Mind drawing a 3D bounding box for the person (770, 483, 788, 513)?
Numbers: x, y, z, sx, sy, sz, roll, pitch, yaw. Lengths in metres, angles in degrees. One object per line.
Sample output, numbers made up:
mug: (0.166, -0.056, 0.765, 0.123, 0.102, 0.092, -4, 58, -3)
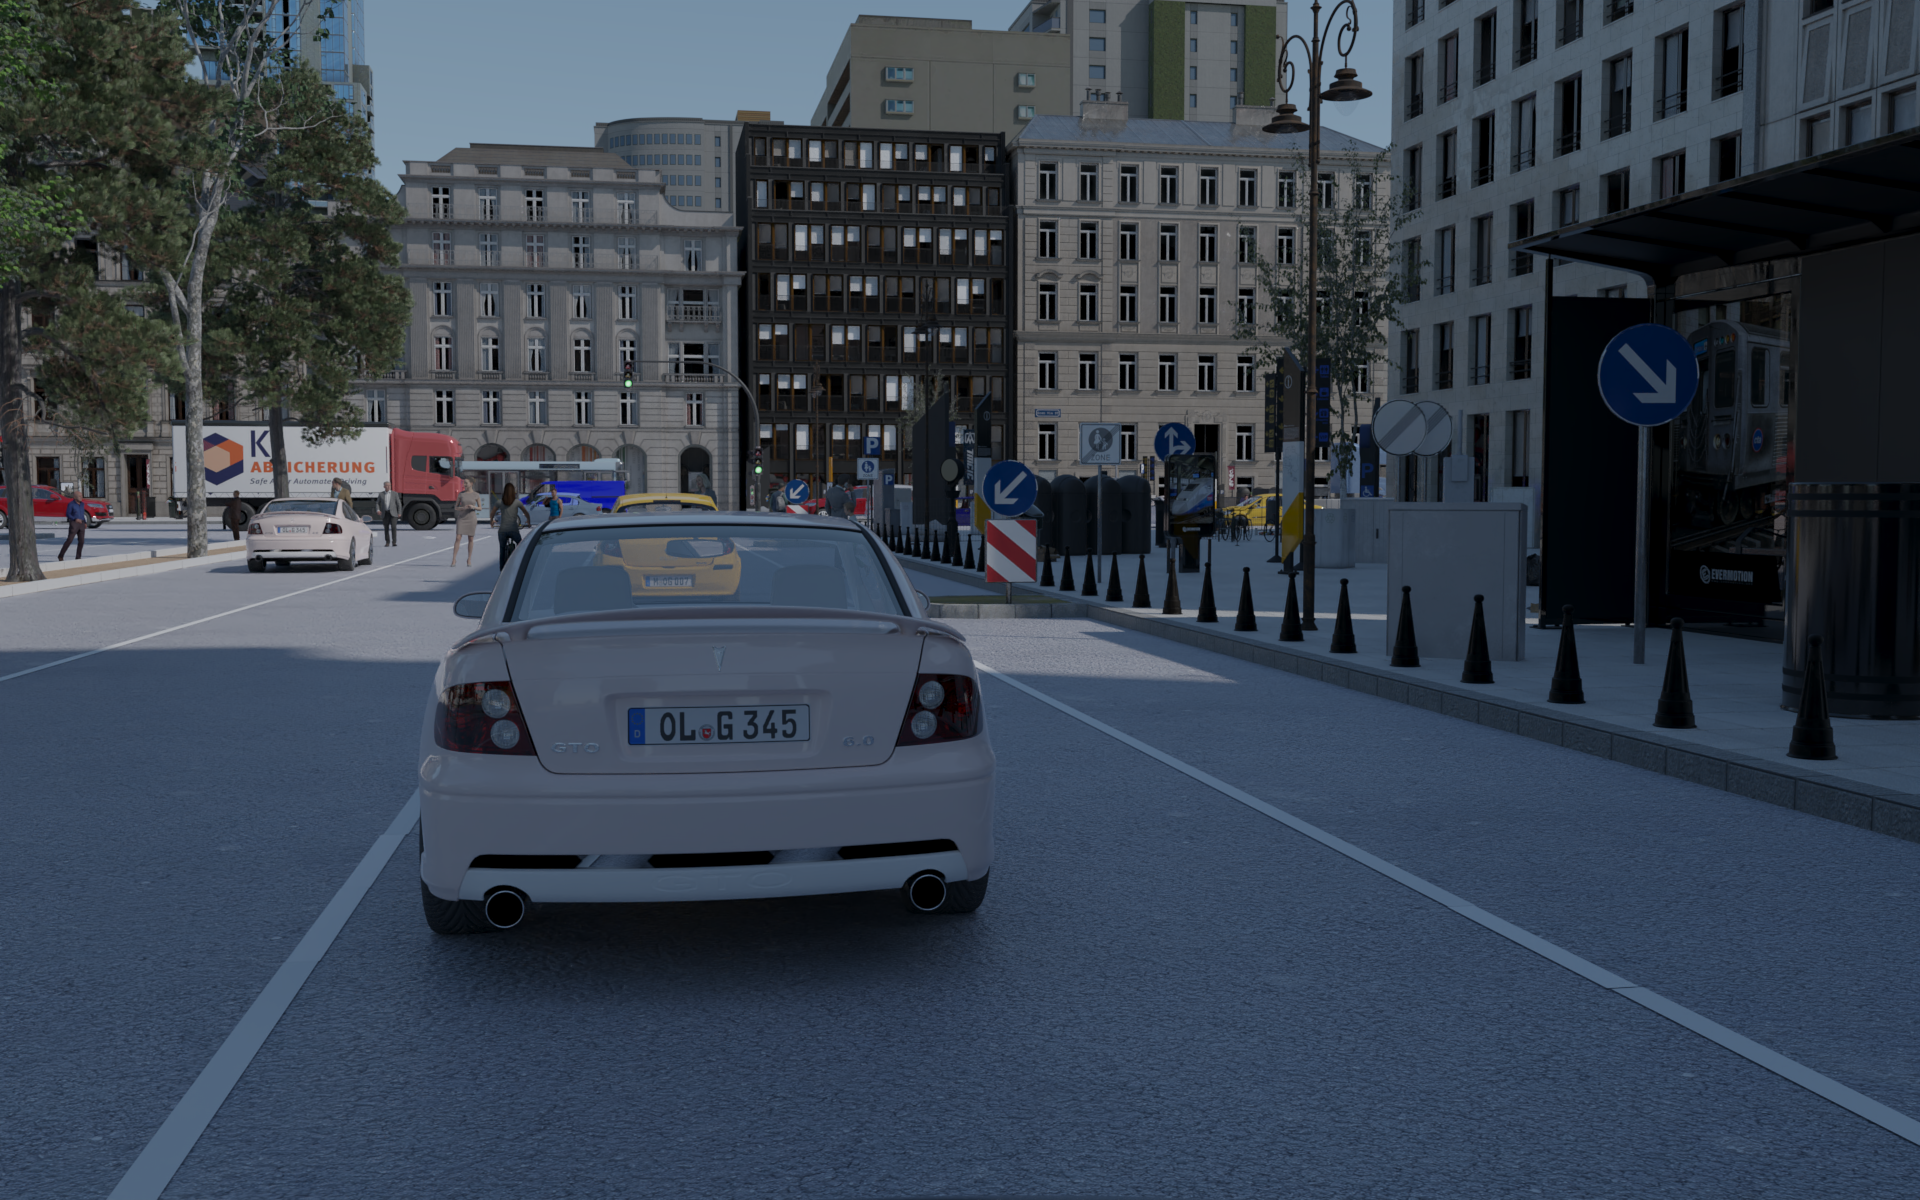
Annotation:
person: (-5.745, -2.820, 54.957, 0.623, 1.781, 0.721, 0, 4, 5)

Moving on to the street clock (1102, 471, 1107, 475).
street clock: (4.461, -3.009, 53.774, 0.358, 2.002, 0.471, 0, 4, 5)

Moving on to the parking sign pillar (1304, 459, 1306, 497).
parking sign pillar: (18.713, -6.516, 95.016, 1.447, 3.967, 1.447, 0, 4, 4)

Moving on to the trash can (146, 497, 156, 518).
trash can: (-43.521, -4.975, 92.994, 0.748, 1.137, 0.748, 0, 3, 0)

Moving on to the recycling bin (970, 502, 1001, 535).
recycling bin: (0.807, -2.545, 54.168, 0.722, 1.027, 0.722, 3, 5, 39)

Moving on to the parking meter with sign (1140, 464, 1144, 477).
parking meter with sign: (9.743, -6.372, 100.446, 1.738, 3.016, 0.543, 1, 4, 23)

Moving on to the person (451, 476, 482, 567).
person: (-9.782, -1.556, 34.281, 0.599, 1.781, 0.374, -1, 4, -13)

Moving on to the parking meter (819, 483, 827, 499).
parking meter: (-7.264, -5.263, 91.753, 0.255, 1.863, 0.399, 2, 4, 31)

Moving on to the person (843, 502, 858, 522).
person: (-1.807, -1.028, 29.550, 0.590, 1.304, 0.306, -1, 4, -15)

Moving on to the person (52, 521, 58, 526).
person: (-40.996, -4.017, 78.419, 0.306, 1.304, 0.590, -3, 4, -39)

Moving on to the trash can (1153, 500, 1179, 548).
trash can: (4.981, -1.822, 41.442, 0.748, 1.137, 0.748, 0, 3, 0)

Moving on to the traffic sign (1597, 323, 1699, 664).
traffic sign: (5.135, -0.790, 13.021, 0.768, 2.556, 0.104, 0, 4, -2)

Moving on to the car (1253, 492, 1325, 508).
car: (14.934, -4.206, 78.994, 3.980, 1.641, 2.015, -1, 4, -11)

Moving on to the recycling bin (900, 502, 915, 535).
recycling bin: (-1.491, -2.547, 54.194, 0.722, 1.027, 0.722, 0, 4, 0)

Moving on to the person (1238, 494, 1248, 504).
person: (14.204, -4.587, 86.738, 0.421, 1.427, 0.697, -1, 4, -20)

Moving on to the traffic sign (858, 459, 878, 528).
traffic sign: (-2.623, -2.892, 49.406, 0.606, 2.300, 0.079, 0, 4, -3)

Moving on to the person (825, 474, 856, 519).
person: (-2.186, -1.414, 31.798, 0.473, 1.802, 0.592, -2, 4, -26)

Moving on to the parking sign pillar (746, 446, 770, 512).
parking sign pillar: (-11.307, -6.635, 96.947, 1.447, 3.967, 1.447, -1, 4, -11)

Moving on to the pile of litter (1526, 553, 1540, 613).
pile of litter: (6.844, -0.272, 18.419, 1.176, 0.858, 1.719, -1, 4, -22)

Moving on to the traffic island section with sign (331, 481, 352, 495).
traffic island section with sign: (-20.630, -3.018, 57.482, 2.006, 1.907, 1.989, -1, 4, -11)

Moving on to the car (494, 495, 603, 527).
car: (-17.207, -3.704, 72.564, 4.499, 1.417, 2.014, -1, 4, -11)

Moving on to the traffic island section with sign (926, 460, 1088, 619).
traffic island section with sign: (0.338, -0.748, 20.863, 1.989, 1.847, 2.006, -1, 4, -11)

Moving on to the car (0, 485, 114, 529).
car: (-37.754, -3.831, 71.307, 5.304, 1.827, 2.281, -1, 4, -11)

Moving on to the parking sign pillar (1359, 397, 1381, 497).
parking sign pillar: (11.298, -3.626, 47.752, 1.447, 3.967, 1.447, 1, 4, 19)

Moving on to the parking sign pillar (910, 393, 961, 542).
parking sign pillar: (-0.699, -3.560, 46.679, 1.447, 3.967, 1.447, -3, 5, -44)

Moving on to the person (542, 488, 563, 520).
person: (-11.648, -2.388, 49.413, 0.647, 1.594, 0.662, 0, 4, 7)

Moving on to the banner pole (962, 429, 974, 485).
banner pole: (0.504, -4.212, 58.891, 0.863, 3.779, 0.401, 1, 4, 10)

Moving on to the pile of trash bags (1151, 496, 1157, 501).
pile of trash bags: (16.272, -8.423, 147.470, 3.447, 1.369, 1.912, 3, 5, 44)

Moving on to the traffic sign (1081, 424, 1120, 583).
traffic sign: (2.012, -1.395, 24.939, 0.606, 2.300, 0.079, -1, 4, -10)

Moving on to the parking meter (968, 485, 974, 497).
parking meter: (0.756, -8.585, 146.076, 0.399, 1.863, 0.255, 2, 4, 29)

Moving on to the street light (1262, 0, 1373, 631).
street light: (3.285, -2.652, 16.151, 0.468, 5.910, 1.993, -1, 4, -11)

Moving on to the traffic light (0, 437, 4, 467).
traffic light: (-30.302, -4.060, 55.300, 0.839, 4.253, 0.868, -1, 4, -11)

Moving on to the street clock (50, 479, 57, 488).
street clock: (-42.971, -4.746, 82.168, 0.358, 2.002, 0.471, -1, 4, -20)

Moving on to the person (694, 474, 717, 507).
person: (-4.637, -1.379, 31.224, 0.537, 1.800, 0.526, 2, 4, 34)

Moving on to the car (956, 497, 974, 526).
car: (-0.073, -3.392, 68.036, 3.894, 1.354, 1.945, -1, 4, -11)

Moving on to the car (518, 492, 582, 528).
car: (-17.941, -4.003, 75.039, 3.694, 1.707, 1.945, -1, 4, -10)

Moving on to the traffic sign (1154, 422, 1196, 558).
traffic sign: (3.804, -1.879, 30.835, 0.768, 2.556, 0.104, -1, 4, -8)

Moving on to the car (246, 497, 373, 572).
car: (-12.489, -1.287, 33.397, 2.083, 1.381, 4.827, -1, 4, -12)

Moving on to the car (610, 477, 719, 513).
car: (-3.702, -0.700, 21.673, 2.015, 1.641, 3.980, -1, 4, -11)

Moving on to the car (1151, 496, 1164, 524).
car: (9.003, -3.780, 74.162, 2.083, 1.381, 4.827, -1, 4, -10)

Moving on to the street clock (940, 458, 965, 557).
street clock: (-0.155, -1.876, 35.239, 0.471, 2.002, 0.358, 3, 4, 38)

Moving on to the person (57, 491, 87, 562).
person: (-18.574, -1.540, 36.370, 0.600, 1.496, 0.574, 3, 5, 42)

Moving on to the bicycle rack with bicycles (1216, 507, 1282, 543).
bicycle rack with bicycles: (7.993, -2.048, 46.874, 2.852, 0.926, 2.925, 2, 4, 33)

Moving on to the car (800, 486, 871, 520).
car: (-4.654, -4.265, 78.414, 5.304, 1.827, 2.281, -1, 4, -11)

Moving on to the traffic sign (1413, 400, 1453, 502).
traffic sign: (6.320, -1.437, 23.596, 0.768, 2.556, 0.104, -1, 4, -9)

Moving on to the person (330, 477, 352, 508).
person: (-15.182, -2.074, 42.319, 0.656, 1.842, 0.836, -1, 4, -18)

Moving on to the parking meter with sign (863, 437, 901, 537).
parking meter with sign: (-2.296, -3.404, 51.911, 0.543, 3.016, 1.738, -2, 4, -28)

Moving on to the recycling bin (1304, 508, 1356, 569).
recycling bin: (6.429, -1.077, 30.168, 0.722, 1.027, 0.722, 2, 4, 34)

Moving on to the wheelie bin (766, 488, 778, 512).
wheelie bin: (-10.047, -5.267, 94.020, 0.980, 1.594, 0.693, -1, 4, -8)

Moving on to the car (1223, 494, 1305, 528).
car: (12.221, -3.659, 70.054, 3.980, 1.641, 2.015, -1, 4, -9)

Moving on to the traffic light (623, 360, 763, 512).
traffic light: (-9.039, -5.167, 59.148, 4.771, 5.953, 1.251, -1, 4, -11)

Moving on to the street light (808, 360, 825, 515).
street light: (-4.928, -5.315, 59.690, 0.468, 5.910, 1.993, -1, 4, -11)

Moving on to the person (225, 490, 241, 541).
person: (-21.550, -2.485, 51.401, 0.388, 1.546, 0.482, 0, 4, 1)

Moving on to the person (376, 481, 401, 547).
person: (-15.489, -2.329, 46.976, 0.661, 1.777, 0.834, -1, 4, -22)

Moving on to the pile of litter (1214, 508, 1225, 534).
pile of litter: (8.092, -2.566, 55.915, 1.176, 0.858, 1.719, 2, 4, 24)

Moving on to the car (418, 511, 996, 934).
car: (-1.069, 0.320, 7.138, 2.083, 1.381, 4.827, -1, 4, -10)

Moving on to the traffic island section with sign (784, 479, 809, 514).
traffic island section with sign: (-4.631, -2.369, 47.358, 1.989, 1.847, 2.006, -1, 4, -11)

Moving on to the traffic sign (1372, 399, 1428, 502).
traffic sign: (5.874, -1.415, 23.249, 0.768, 2.556, 0.104, 0, 4, -5)

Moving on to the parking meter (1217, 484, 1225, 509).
parking meter: (14.754, -5.648, 98.056, 0.399, 1.863, 0.255, -2, 4, -24)

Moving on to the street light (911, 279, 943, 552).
street light: (-0.716, -3.957, 37.478, 0.468, 5.910, 1.993, -1, 4, -11)
